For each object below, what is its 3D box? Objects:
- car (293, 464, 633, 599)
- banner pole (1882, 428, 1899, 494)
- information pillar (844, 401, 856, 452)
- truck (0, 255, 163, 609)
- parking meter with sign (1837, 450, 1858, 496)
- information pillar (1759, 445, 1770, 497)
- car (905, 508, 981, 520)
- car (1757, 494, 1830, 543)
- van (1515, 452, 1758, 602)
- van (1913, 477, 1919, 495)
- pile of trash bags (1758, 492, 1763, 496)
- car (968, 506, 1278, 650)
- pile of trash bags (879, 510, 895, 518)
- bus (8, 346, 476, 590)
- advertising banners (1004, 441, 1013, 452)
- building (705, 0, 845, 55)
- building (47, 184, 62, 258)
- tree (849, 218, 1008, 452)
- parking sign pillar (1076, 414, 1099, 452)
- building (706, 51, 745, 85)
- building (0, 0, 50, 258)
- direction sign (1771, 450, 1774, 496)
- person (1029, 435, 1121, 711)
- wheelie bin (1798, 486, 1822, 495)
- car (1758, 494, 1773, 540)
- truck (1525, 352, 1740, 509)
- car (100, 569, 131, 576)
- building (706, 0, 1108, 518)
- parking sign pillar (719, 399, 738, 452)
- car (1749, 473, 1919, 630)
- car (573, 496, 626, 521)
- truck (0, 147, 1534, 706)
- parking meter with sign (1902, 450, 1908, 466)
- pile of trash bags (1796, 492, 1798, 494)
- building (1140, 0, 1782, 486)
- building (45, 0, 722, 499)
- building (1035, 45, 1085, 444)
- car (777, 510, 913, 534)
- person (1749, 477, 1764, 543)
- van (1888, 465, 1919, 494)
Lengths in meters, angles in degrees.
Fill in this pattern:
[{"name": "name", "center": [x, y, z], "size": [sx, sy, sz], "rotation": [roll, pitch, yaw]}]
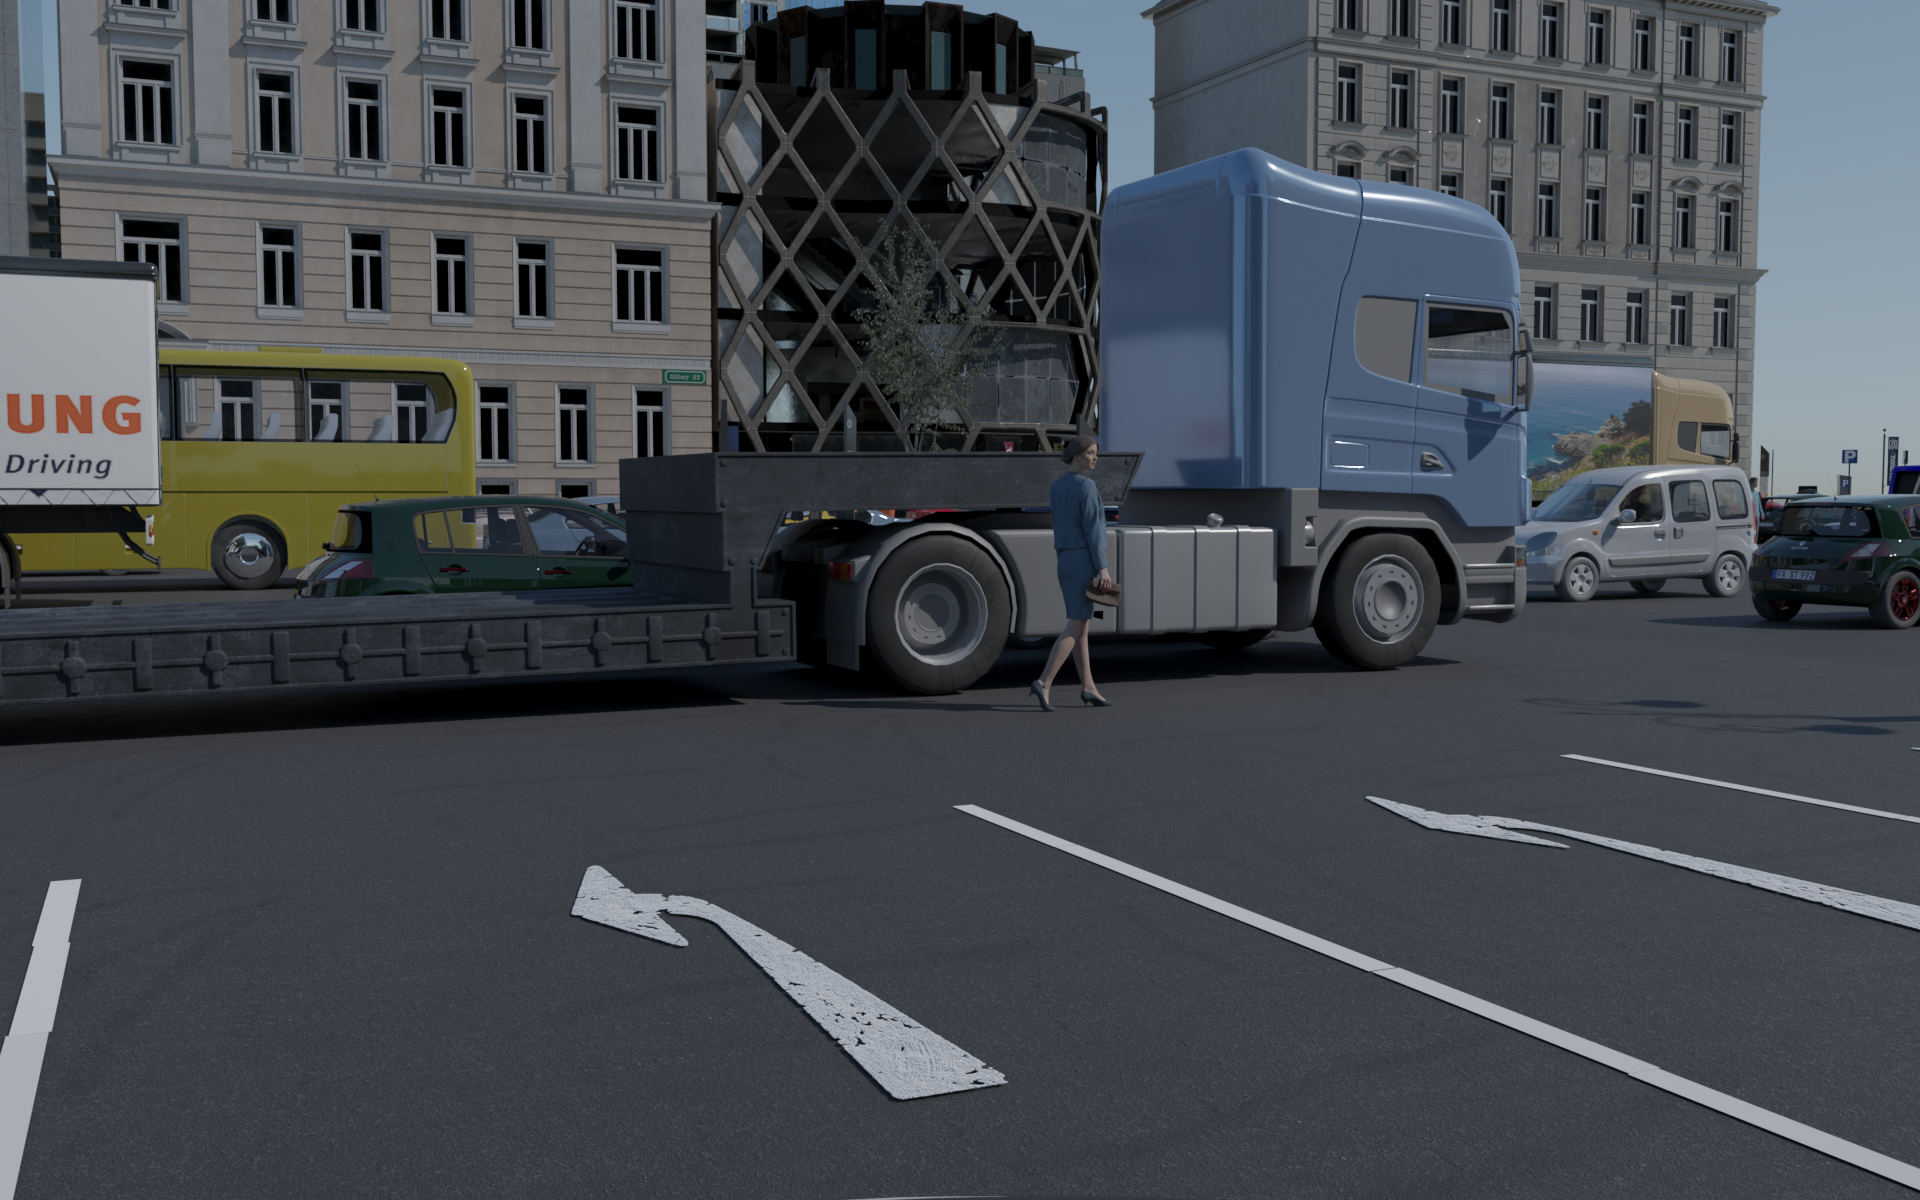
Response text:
[{"name": "car", "center": [-3.513, -0.312, 14.887], "size": [4.222, 1.686, 2.009], "rotation": [-2, 4, -25]}, {"name": "banner pole", "center": [35.508, -4.661, 66.230], "size": [0.863, 3.779, 0.401], "rotation": [-1, 4, -9]}, {"name": "information pillar", "center": [-2.792, -3.218, 43.976], "size": [0.183, 3.616, 0.504], "rotation": [2, 4, 27]}, {"name": "truck", "center": [-15.317, -1.891, 19.832], "size": [11.283, 4.237, 2.839], "rotation": [-2, 4, -25]}, {"name": "parking meter with sign", "center": [35.119, -4.434, 68.750], "size": [0.543, 3.016, 1.738], "rotation": [1, 4, 17]}, {"name": "information pillar", "center": [38.380, -5.585, 82.673], "size": [0.183, 3.616, 0.504], "rotation": [-2, 4, -25]}, {"name": "car", "center": [0.967, -1.708, 36.959], "size": [4.494, 1.783, 2.155], "rotation": [-2, 4, -25]}, {"name": "car", "center": [24.884, -2.487, 50.455], "size": [4.222, 1.686, 2.009], "rotation": [-2, 4, -26]}, {"name": "van", "center": [9.097, -1.047, 24.131], "size": [4.112, 2.044, 2.013], "rotation": [-1, 4, -23]}, {"name": "van", "center": [14.596, -0.984, 23.104], "size": [4.112, 2.044, 2.013], "rotation": [-2, 4, -23]}, {"name": "pile of trash bags", "center": [29.102, -3.480, 66.658], "size": [3.447, 1.369, 1.912], "rotation": [0, 4, 6]}, {"name": "car", "center": [1.517, -0.283, 17.210], "size": [3.894, 1.354, 1.945], "rotation": [-1, 4, -23]}, {"name": "pile of trash bags", "center": [-3.460, -2.706, 53.996], "size": [3.447, 1.369, 1.912], "rotation": [2, 4, 30]}, {"name": "bus", "center": [-13.611, -2.083, 25.601], "size": [12.252, 3.916, 2.896], "rotation": [-1, 4, -23]}, {"name": "advertising banners", "center": [2.085, -3.798, 58.290], "size": [0.090, 3.025, 2.074], "rotation": [3, 4, 37]}, {"name": "building", "center": [-21.684, -50.483, 138.061], "size": [22.319, 86.520, 31.000], "rotation": [-2, 4, -25]}, {"name": "building", "center": [-115.835, -31.085, 200.113], "size": [23.993, 40.220, 32.217], "rotation": [-2, 4, -25]}, {"name": "tree", "center": [-1.140, -5.862, 46.213], "size": [4.360, 8.622, 3.978], "rotation": [0, 3, 0]}, {"name": "parking sign pillar", "center": [4.462, -4.284, 58.523], "size": [1.447, 3.967, 1.447], "rotation": [3, 5, 39]}, {"name": "building", "center": [-15.463, -21.163, 117.719], "size": [14.160, 30.474, 14.107], "rotation": [-2, 4, -25]}, {"name": "building", "center": [-37.832, -14.176, 49.798], "size": [19.932, 24.808, 12.078], "rotation": [-2, 4, -25]}, {"name": "direction sign", "center": [41.525, -5.906, 88.556], "size": [0.379, 3.537, 0.876], "rotation": [1, 4, 23]}, {"name": "person", "center": [0.741, -0.184, 11.525], "size": [0.654, 1.822, 0.581], "rotation": [-1, 4, -15]}, {"name": "wheelie bin", "center": [31.984, -3.511, 65.315], "size": [0.980, 1.594, 0.693], "rotation": [2, 4, 26]}, {"name": "car", "center": [22.693, -2.658, 52.136], "size": [5.304, 1.827, 2.281], "rotation": [-2, 4, -25]}, {"name": "truck", "center": [11.607, -2.856, 35.601], "size": [11.283, 4.237, 2.839], "rotation": [-2, 4, -26]}, {"name": "car", "center": [-16.381, -1.112, 30.550], "size": [4.827, 1.381, 2.083], "rotation": [-2, 4, -25]}, {"name": "building", "center": [-3.131, -12.242, 67.608], "size": [16.811, 18.784, 16.820], "rotation": [-2, 4, -25]}, {"name": "parking sign pillar", "center": [-6.687, -3.760, 49.948], "size": [1.447, 3.967, 1.447], "rotation": [-1, 4, -12]}, {"name": "car", "center": [10.860, -0.601, 19.607], "size": [4.222, 1.686, 2.009], "rotation": [-2, 4, -26]}, {"name": "car", "center": [-4.371, -0.737, 24.050], "size": [4.499, 1.417, 2.014], "rotation": [-2, 4, -25]}, {"name": "truck", "center": [-3.430, -1.351, 11.852], "size": [18.799, 4.110, 2.967], "rotation": [-2, 4, -26]}, {"name": "parking meter with sign", "center": [38.459, -4.440, 68.850], "size": [1.738, 3.016, 0.543], "rotation": [1, 4, 16]}, {"name": "pile of trash bags", "center": [36.365, -3.936, 74.108], "size": [1.912, 1.369, 3.447], "rotation": [3, 5, 39]}, {"name": "building", "center": [21.917, -17.073, 76.409], "size": [25.104, 27.353, 12.463], "rotation": [-2, 4, -25]}, {"name": "building", "center": [-19.668, -16.708, 59.085], "size": [20.117, 28.700, 13.634], "rotation": [-2, 4, -25]}, {"name": "building", "center": [2.145, -29.120, 159.708], "size": [14.086, 41.232, 14.154], "rotation": [-2, 4, -25]}, {"name": "car", "center": [-2.845, -0.959, 27.684], "size": [4.499, 1.417, 2.014], "rotation": [-2, 4, -26]}, {"name": "person", "center": [18.952, -2.031, 41.573], "size": [0.638, 1.841, 0.748], "rotation": [0, 4, -6]}, {"name": "van", "center": [22.346, -1.997, 37.043], "size": [5.245, 2.365, 2.240], "rotation": [-2, 4, -24]}]
